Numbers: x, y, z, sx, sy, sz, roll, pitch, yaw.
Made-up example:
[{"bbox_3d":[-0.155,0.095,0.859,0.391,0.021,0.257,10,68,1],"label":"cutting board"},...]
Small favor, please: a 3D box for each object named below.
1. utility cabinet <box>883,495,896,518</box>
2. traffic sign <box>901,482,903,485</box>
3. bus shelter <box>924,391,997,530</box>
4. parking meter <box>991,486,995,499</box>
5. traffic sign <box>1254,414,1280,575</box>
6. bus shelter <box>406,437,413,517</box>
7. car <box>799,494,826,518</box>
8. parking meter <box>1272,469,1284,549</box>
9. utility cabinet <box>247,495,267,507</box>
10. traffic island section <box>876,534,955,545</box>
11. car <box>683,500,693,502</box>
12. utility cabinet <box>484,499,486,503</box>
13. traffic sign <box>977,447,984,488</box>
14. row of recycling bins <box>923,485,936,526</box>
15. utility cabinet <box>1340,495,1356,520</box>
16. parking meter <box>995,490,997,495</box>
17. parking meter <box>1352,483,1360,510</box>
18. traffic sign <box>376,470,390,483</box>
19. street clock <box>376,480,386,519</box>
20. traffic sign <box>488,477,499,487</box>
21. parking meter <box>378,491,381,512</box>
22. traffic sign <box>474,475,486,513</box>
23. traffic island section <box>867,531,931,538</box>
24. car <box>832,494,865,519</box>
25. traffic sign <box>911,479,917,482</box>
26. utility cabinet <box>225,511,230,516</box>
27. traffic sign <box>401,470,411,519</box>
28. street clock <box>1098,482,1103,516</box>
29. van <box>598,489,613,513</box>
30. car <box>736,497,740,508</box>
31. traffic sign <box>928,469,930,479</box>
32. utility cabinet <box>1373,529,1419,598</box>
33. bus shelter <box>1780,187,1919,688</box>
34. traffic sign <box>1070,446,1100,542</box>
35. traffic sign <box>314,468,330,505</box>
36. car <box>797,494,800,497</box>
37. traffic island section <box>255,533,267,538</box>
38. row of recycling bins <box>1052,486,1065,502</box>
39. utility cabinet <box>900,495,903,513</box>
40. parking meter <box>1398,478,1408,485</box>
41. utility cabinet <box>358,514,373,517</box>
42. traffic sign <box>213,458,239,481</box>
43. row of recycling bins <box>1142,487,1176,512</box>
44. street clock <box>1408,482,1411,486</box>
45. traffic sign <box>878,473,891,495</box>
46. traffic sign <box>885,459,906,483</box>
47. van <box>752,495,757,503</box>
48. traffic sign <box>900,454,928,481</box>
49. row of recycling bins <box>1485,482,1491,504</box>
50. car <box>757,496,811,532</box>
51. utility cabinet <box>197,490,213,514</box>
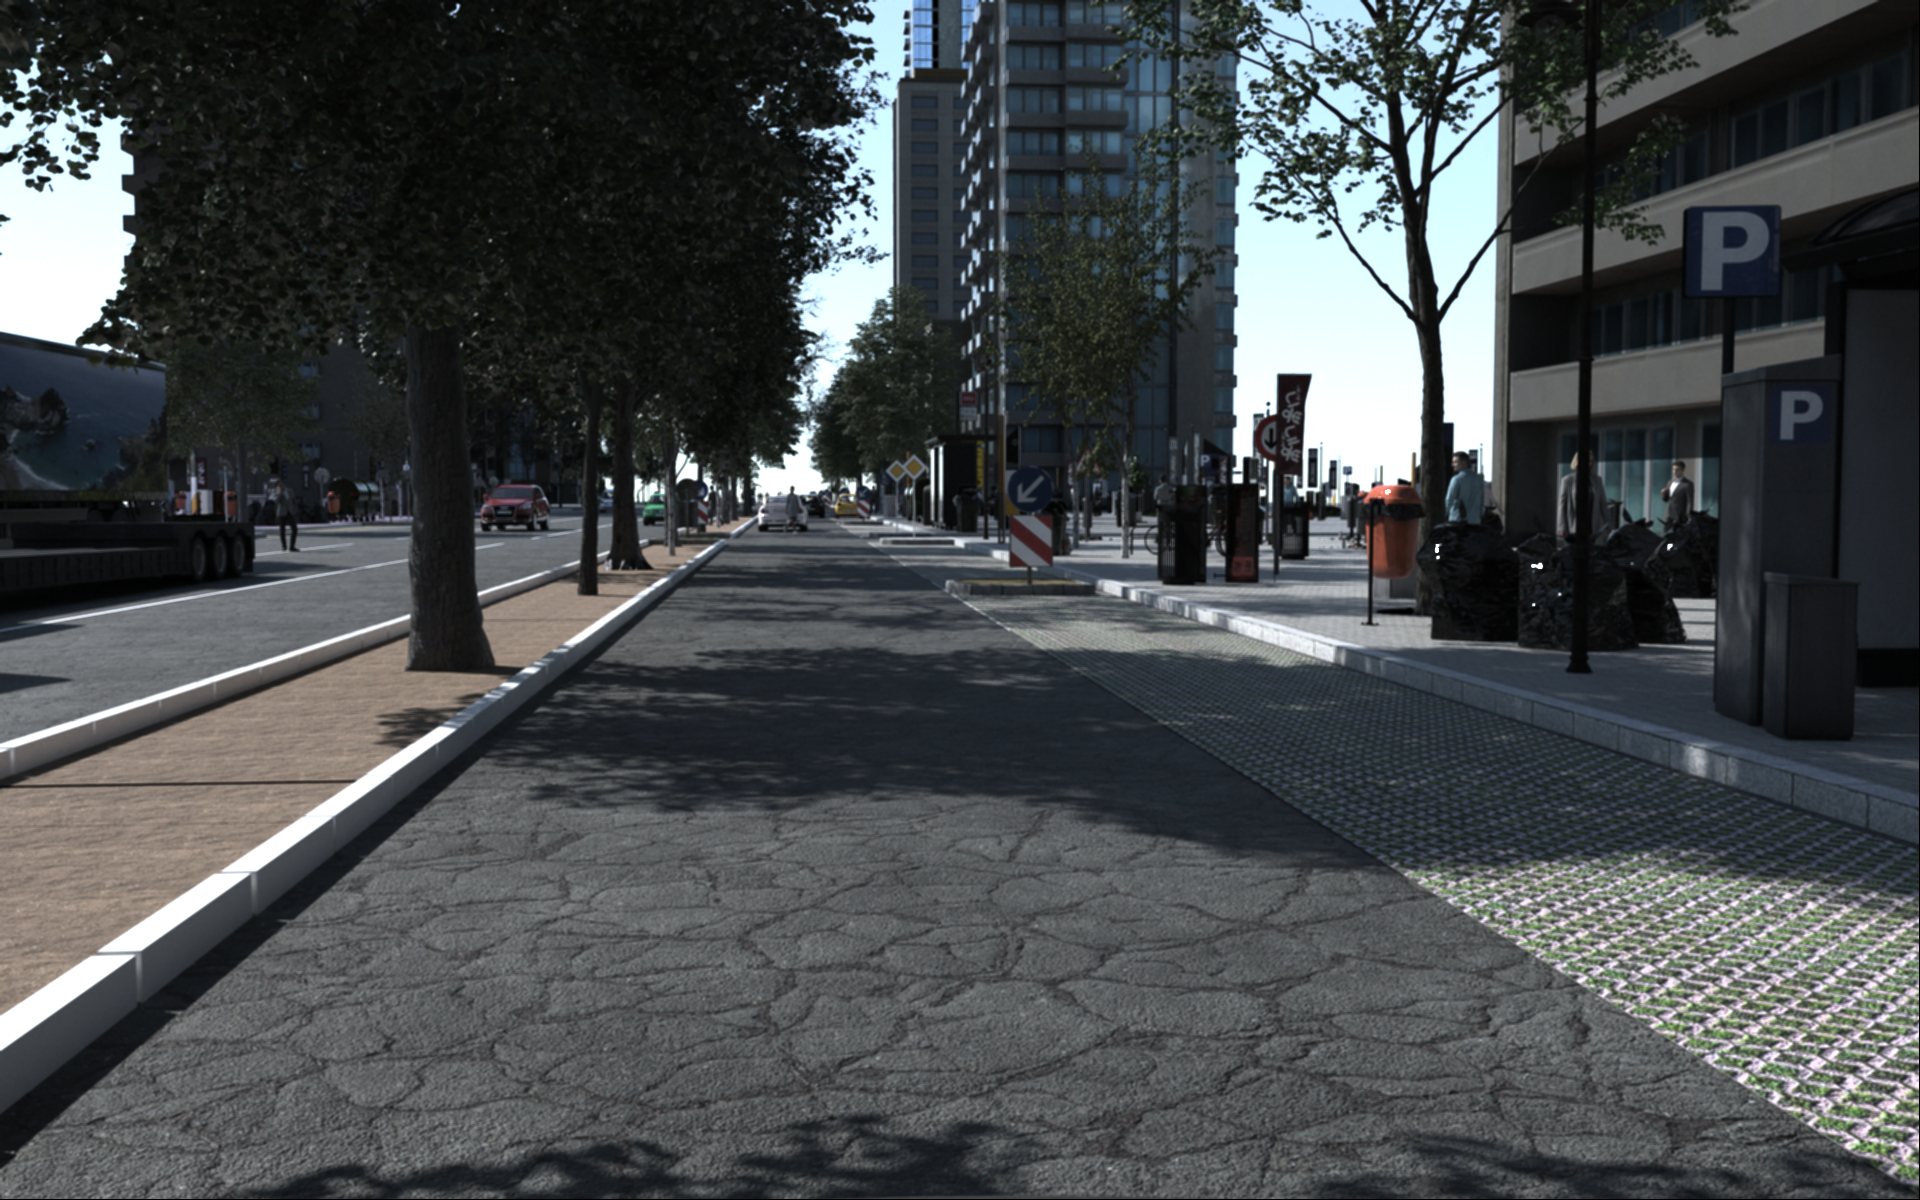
[{"bbox_3d":[-3.827,-5.127,94.991,0.306,1.237,1.020,2,4,27],"label":"utility cabinet"},{"bbox_3d":[-3.195,-6.520,106.597,0.884,2.594,0.081,0,4,-4],"label":"traffic sign"},{"bbox_3d":[-0.135,-5.359,65.244,2.179,5.291,8.768,0,4,-6],"label":"bus shelter"},{"bbox_3d":[2.344,-6.969,119.649,0.255,1.863,0.399,-3,5,-39],"label":"parking meter"},{"bbox_3d":[5.051,-1.680,27.572,0.768,2.556,0.104,0,4,1],"label":"traffic sign"},{"bbox_3d":[-31.061,-7.633,102.424,2.179,5.291,8.768,0,4,-6],"label":"bus shelter"},{"bbox_3d":[-8.954,-5.709,103.135,2.009,1.686,4.222,0,4,-7],"label":"car"},{"bbox_3d":[7.429,-2.125,40.451,0.255,1.863,0.399,1,4,8],"label":"parking meter"},{"bbox_3d":[-34.321,-4.478,84.375,1.020,1.237,0.306,-3,4,-37],"label":"utility cabinet"},{"bbox_3d":[-1.275,-1.686,49.842,2.009,0.180,2.903,0,4,-6],"label":"traffic island section"},{"bbox_3d":[-26.892,-9.734,168.741,1.945,1.707,3.694,0,4,-7],"label":"car"},{"bbox_3d":[-31.839,-6.520,117.759,1.020,1.237,0.306,-2,4,-26],"label":"utility cabinet"},{"bbox_3d":[-0.081,-4.932,74.509,2.265,3.308,0.079,0,4,-5],"label":"traffic sign"},{"bbox_3d":[-0.377,-3.962,71.890,1.069,1.692,3.534,2,4,29],"label":"row of recycling bins"},{"bbox_3d":[19.545,-4.654,87.250,0.306,1.237,1.020,3,5,43],"label":"utility cabinet"},{"bbox_3d":[2.323,-5.925,105.287,0.372,1.533,0.369,0,3,0],"label":"parking meter"},{"bbox_3d":[21.337,-5.363,93.403,0.399,1.863,0.255,-3,5,-40],"label":"parking meter"},{"bbox_3d":[-30.078,-5.514,90.267,0.768,2.556,0.104,0,4,3],"label":"traffic sign"},{"bbox_3d":[-29.734,-5.165,89.018,0.358,2.002,0.471,2,4,25],"label":"street clock"},{"bbox_3d":[-34.162,-7.751,126.828,0.768,2.556,0.104,0,4,3],"label":"traffic sign"},{"bbox_3d":[-40.849,-6.951,122.065,0.372,1.533,0.369,0,3,0],"label":"parking meter"},{"bbox_3d":[-32.961,-7.269,118.846,0.884,2.594,0.081,0,4,-5],"label":"traffic sign"},{"bbox_3d":[-2.058,-2.172,57.789,2.009,0.180,2.903,0,4,-6],"label":"traffic island section"},{"bbox_3d":[-6.451,-5.553,101.013,2.015,1.641,3.980,0,4,-5],"label":"car"},{"bbox_3d":[-2.549,-6.110,99.998,0.768,2.556,0.104,0,4,-1],"label":"traffic sign"},{"bbox_3d":[-42.983,-5.471,100.619,1.020,1.237,0.306,-2,4,-33],"label":"utility cabinet"},{"bbox_3d":[-28.816,-5.525,90.445,0.768,2.556,0.104,0,4,-4],"label":"traffic sign"},{"bbox_3d":[8.315,-6.016,102.924,0.358,2.002,0.471,0,4,1],"label":"street clock"},{"bbox_3d":[-26.896,-7.757,133.839,2.013,2.044,4.112,0,4,-6],"label":"van"},{"bbox_3d":[-24.222,-10.561,182.895,2.015,1.641,3.980,0,4,-5],"label":"car"},{"bbox_3d":[-1.023,-4.641,75.980,0.768,2.556,0.104,0,4,-3],"label":"traffic sign"},{"bbox_3d":[5.591,-0.642,21.662,1.020,1.237,0.306,-3,5,-39],"label":"utility cabinet"},{"bbox_3d":[6.743,-0.922,8.995,2.014,3.302,5.546,0,4,-6],"label":"bus shelter"},{"bbox_3d":[3.363,-2.814,46.009,0.884,2.594,0.081,0,4,-5],"label":"traffic sign"},{"bbox_3d":[-31.013,-5.142,84.172,0.768,2.556,0.104,0,4,2],"label":"traffic sign"},{"bbox_3d":[-27.128,-16.827,287.484,2.083,1.381,4.827,0,4,-6],"label":"car"},{"bbox_3d":[-23.595,-2.043,55.680,2.009,0.180,2.903,0,4,-6],"label":"traffic island section"},{"bbox_3d":[6.844,-6.996,121.503,1.069,1.692,3.534,0,4,7],"label":"row of recycling bins"},{"bbox_3d":[-3.522,-6.415,116.043,1.020,1.237,0.306,2,4,29],"label":"utility cabinet"},{"bbox_3d":[16.147,-3.511,63.122,0.399,1.863,0.255,1,4,18],"label":"parking meter"},{"bbox_3d":[-33.231,-5.227,96.616,1.020,1.237,0.306,0,4,-1],"label":"utility cabinet"},{"bbox_3d":[-23.573,-3.268,55.615,0.795,2.593,0.064,0,4,-6],"label":"traffic sign"},{"bbox_3d":[12.263,-5.789,101.759,3.534,1.692,1.069,0,4,-1],"label":"row of recycling bins"},{"bbox_3d":[26.029,-5.840,100.059,0.358,2.002,0.471,-1,4,-9],"label":"street clock"},{"bbox_3d":[-4.534,-6.346,103.867,0.768,2.556,0.104,0,4,-2],"label":"traffic sign"},{"bbox_3d":[-2.080,-3.395,57.704,0.795,2.593,0.064,0,4,-6],"label":"traffic sign"},{"bbox_3d":[-34.589,-17.087,286.386,2.013,2.044,4.112,0,4,-5],"label":"van"},{"bbox_3d":[-1.297,-2.909,49.757,0.795,2.593,0.064,0,4,-6],"label":"traffic sign"},{"bbox_3d":[18.347,-3.294,60.965,3.534,1.692,1.069,2,4,33],"label":"row of recycling bins"},{"bbox_3d":[-6.871,-3.368,67.436,2.083,1.381,4.827,0,4,-4],"label":"car"},{"bbox_3d":[-40.597,-5.169,93.192,1.173,1.500,0.318,3,5,39],"label":"utility cabinet"}]
